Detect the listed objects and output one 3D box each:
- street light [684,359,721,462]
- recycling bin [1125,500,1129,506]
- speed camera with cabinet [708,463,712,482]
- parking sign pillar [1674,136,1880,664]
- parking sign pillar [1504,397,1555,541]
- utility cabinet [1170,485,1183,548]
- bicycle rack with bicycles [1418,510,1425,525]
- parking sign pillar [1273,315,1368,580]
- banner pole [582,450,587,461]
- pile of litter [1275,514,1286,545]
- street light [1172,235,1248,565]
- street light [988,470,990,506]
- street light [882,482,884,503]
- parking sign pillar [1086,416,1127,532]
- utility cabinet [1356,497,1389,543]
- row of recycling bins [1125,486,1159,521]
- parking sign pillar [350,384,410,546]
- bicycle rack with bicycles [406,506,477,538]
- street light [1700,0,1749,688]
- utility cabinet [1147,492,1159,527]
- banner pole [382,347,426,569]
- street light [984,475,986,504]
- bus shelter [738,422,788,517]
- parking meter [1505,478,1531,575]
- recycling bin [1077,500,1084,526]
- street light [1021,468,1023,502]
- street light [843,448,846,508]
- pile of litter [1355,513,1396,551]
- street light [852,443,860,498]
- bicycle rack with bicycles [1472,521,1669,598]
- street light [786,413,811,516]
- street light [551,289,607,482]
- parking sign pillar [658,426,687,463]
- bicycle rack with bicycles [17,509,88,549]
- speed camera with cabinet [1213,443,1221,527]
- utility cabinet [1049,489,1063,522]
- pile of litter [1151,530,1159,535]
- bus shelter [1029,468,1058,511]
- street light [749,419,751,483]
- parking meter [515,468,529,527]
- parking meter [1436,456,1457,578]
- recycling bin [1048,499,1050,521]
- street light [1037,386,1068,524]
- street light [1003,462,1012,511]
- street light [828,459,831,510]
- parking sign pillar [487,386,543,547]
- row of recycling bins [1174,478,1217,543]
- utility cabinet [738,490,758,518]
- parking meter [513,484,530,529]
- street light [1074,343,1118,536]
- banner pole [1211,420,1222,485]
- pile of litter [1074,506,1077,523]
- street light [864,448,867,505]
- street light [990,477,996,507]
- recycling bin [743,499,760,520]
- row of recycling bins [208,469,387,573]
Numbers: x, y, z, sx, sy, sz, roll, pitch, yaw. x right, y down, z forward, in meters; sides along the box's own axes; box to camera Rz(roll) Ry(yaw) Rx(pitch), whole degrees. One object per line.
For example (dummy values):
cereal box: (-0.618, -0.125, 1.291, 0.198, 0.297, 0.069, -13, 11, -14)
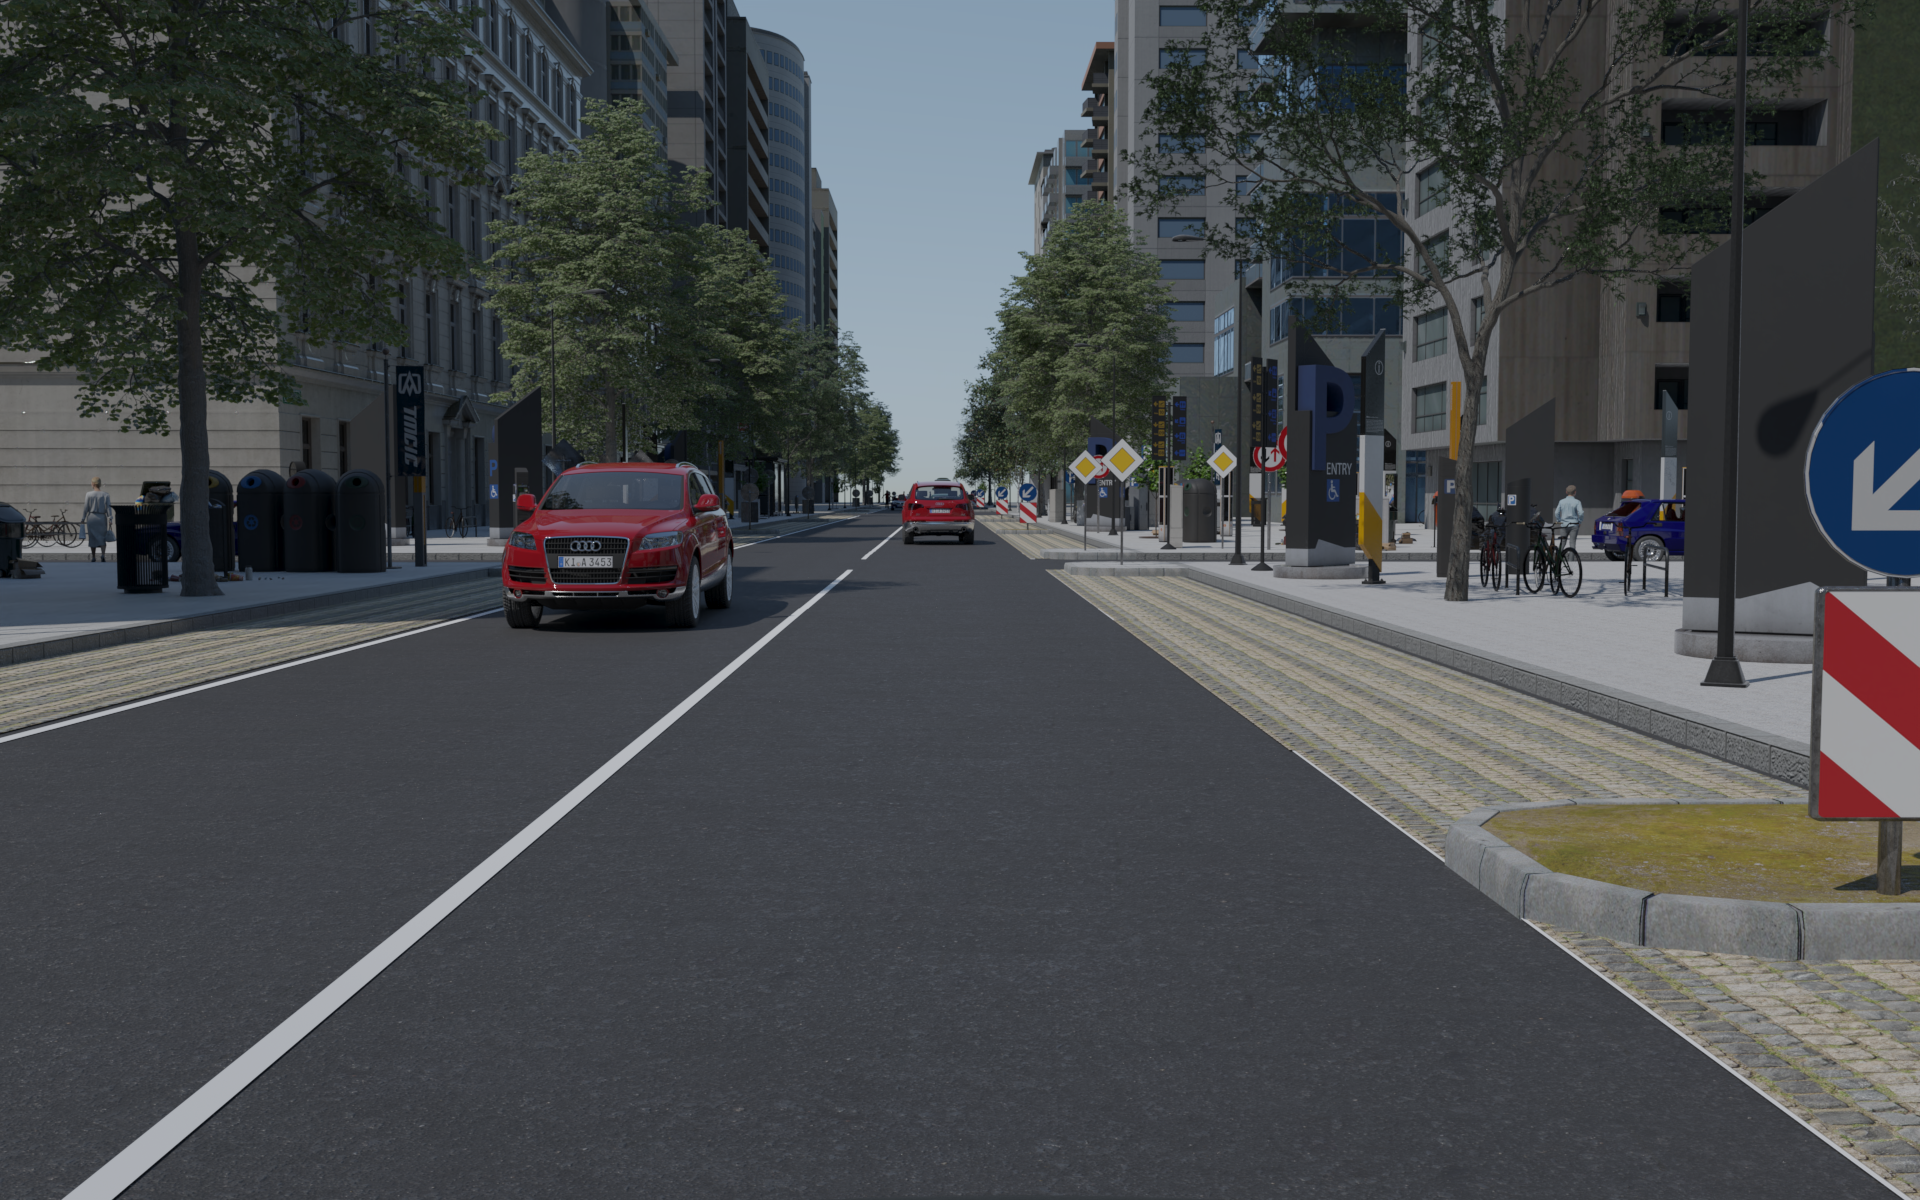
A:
street light: (-8.932, -5.332, 59.712, 1.470, 5.913, 1.316, 0, 4, -1)
recycling bin: (6.906, -3.481, 69.468, 0.722, 1.027, 0.722, -2, 4, -25)
speed camera with cabinet: (-16.220, -7.025, 109.193, 0.660, 3.252, 2.038, -2, 4, -28)
parking sign pillar: (6.460, -1.540, 13.655, 1.447, 3.967, 1.447, 2, 4, 30)
parking sign pillar: (15.888, -3.661, 48.322, 1.447, 3.967, 1.447, 1, 4, 18)
utility cabinet: (5.166, -2.005, 41.459, 0.318, 1.500, 1.173, 0, 4, 5)
bicycle rack with bicycles: (21.023, -3.632, 72.763, 2.925, 0.926, 2.852, 2, 4, 31)
parking sign pillar: (5.555, -2.329, 26.557, 1.447, 3.967, 1.447, -3, 5, -44)
banner pole: (-15.839, -5.082, 73.103, 0.401, 3.779, 0.863, 0, 4, 6)
pile of litter: (8.545, -1.805, 43.473, 1.176, 0.858, 1.719, 0, 4, -4)
street light: (4.495, -3.588, 31.203, 1.470, 5.913, 1.316, 0, 4, -1)
street light: (3.238, -10.885, 150.513, 1.470, 5.913, 1.316, 0, 4, -1)
street light: (-10.520, -15.037, 218.391, 1.470, 5.913, 1.316, 0, 4, -1)
parking sign pillar: (4.985, -4.328, 59.234, 1.447, 3.967, 1.447, 2, 4, 34)
utility cabinet: (9.767, -1.859, 41.554, 1.020, 1.237, 0.306, 1, 4, 14)
row of recycling bins: (7.892, -4.642, 83.002, 3.534, 1.692, 1.069, 2, 4, 29)
parking sign pillar: (-14.428, -3.331, 42.935, 1.447, 3.967, 1.447, 1, 4, 20)
bicycle rack with bicycles: (-15.427, -2.282, 50.699, 2.852, 0.926, 2.925, 0, 4, -2)
street light: (4.591, -2.379, 11.445, 1.470, 5.913, 1.316, 0, 4, -1)
utility cabinet: (7.142, -3.597, 67.487, 1.173, 1.500, 0.318, 3, 4, 36)
banner pole: (-9.580, -2.428, 29.721, 0.863, 3.779, 0.401, -1, 4, -10)
street light: (2.889, -12.093, 170.268, 1.470, 5.913, 1.316, 0, 4, -1)
bus shelter: (-11.330, -7.429, 99.089, 2.179, 5.291, 8.768, 0, 4, -1)
parking meter: (8.908, -1.176, 27.644, 0.372, 1.533, 0.369, 0, 3, 0)
recycling bin: (5.164, -3.505, 69.865, 0.722, 1.027, 0.722, 2, 4, 25)
street light: (3.730, -7.371, 93.061, 1.470, 5.913, 1.316, 0, 4, -1)
street light: (-9.728, -10.004, 136.101, 1.470, 5.913, 1.316, 0, 4, -1)
pile of litter: (9.435, -1.579, 39.780, 1.176, 0.858, 1.719, 0, 4, 8)
street light: (-9.827, -11.212, 155.859, 1.470, 5.913, 1.316, 0, 4, -1)
bicycle rack with bicycles: (7.953, -0.553, 22.425, 2.852, 0.926, 2.925, 1, 4, 14)
street light: (-9.307, -7.757, 99.363, 1.470, 5.913, 1.316, 0, 4, -1)
street light: (-8.694, -4.088, 39.381, 1.470, 5.913, 1.316, 0, 4, -1)
parking sign pillar: (-10.737, -4.708, 65.442, 1.447, 3.967, 1.447, 1, 4, 13)
bicycle rack with bicycles: (-22.050, -1.701, 41.186, 2.852, 0.926, 2.925, 3, 5, 41)
speed camera with cabinet: (9.949, -4.423, 66.645, 0.660, 3.252, 2.038, 1, 4, 12)
utility cabinet: (4.403, -4.248, 78.140, 0.318, 1.500, 1.173, 2, 4, 28)
pile of litter: (6.507, -2.425, 53.618, 1.176, 0.858, 1.719, 0, 4, 6)
bus shelter: (5.357, -7.186, 111.417, 2.014, 3.302, 5.546, 0, 4, 0)
street light: (-9.139, -6.548, 79.606, 1.470, 5.913, 1.316, 0, 4, -1)
parking meter: (-9.692, -1.995, 38.333, 0.255, 1.863, 0.399, -1, 4, -21)
parking meter: (7.550, -1.279, 26.622, 0.399, 1.863, 0.255, 1, 4, 9)
recycling bin: (4.601, -4.249, 82.028, 0.722, 1.027, 0.722, 1, 4, 21)
street light: (3.894, -6.163, 73.304, 1.470, 5.913, 1.316, 0, 4, -1)
street light: (3.545, -8.618, 113.445, 1.470, 5.913, 1.316, 0, 4, -1)
street light: (-9.472, -8.774, 115.989, 1.470, 5.913, 1.316, 0, 4, -1)
parking sign pillar: (-10.978, -3.322, 42.795, 1.447, 3.967, 1.447, 3, 5, 41)
row of recycling bins: (6.346, -2.444, 47.076, 1.069, 1.692, 3.534, 0, 4, -1)
utility cabinet: (-11.321, -5.131, 92.574, 1.173, 1.500, 0.318, 3, 4, 36)
parking meter: (-10.353, -1.986, 40.887, 0.372, 1.533, 0.369, 0, 3, 0)
street light: (4.213, -4.955, 53.548, 1.470, 5.913, 1.316, 0, 4, -1)
banner pole: (8.669, -4.205, 58.773, 0.401, 3.779, 0.863, -1, 4, -21)
pile of litter: (5.522, -3.788, 75.897, 1.176, 0.858, 1.719, 2, 4, 25)
street light: (-10.059, -12.443, 175.979, 1.470, 5.913, 1.316, 0, 4, -1)
street light: (3.238, -9.665, 130.566, 1.470, 5.913, 1.316, 0, 4, -1)
recycling bin: (-10.476, -4.548, 86.906, 0.722, 1.027, 0.722, -1, 4, -21)
row of recycling bins: (-11.179, -1.319, 28.679, 3.534, 1.692, 1.069, 1, 4, 9)
